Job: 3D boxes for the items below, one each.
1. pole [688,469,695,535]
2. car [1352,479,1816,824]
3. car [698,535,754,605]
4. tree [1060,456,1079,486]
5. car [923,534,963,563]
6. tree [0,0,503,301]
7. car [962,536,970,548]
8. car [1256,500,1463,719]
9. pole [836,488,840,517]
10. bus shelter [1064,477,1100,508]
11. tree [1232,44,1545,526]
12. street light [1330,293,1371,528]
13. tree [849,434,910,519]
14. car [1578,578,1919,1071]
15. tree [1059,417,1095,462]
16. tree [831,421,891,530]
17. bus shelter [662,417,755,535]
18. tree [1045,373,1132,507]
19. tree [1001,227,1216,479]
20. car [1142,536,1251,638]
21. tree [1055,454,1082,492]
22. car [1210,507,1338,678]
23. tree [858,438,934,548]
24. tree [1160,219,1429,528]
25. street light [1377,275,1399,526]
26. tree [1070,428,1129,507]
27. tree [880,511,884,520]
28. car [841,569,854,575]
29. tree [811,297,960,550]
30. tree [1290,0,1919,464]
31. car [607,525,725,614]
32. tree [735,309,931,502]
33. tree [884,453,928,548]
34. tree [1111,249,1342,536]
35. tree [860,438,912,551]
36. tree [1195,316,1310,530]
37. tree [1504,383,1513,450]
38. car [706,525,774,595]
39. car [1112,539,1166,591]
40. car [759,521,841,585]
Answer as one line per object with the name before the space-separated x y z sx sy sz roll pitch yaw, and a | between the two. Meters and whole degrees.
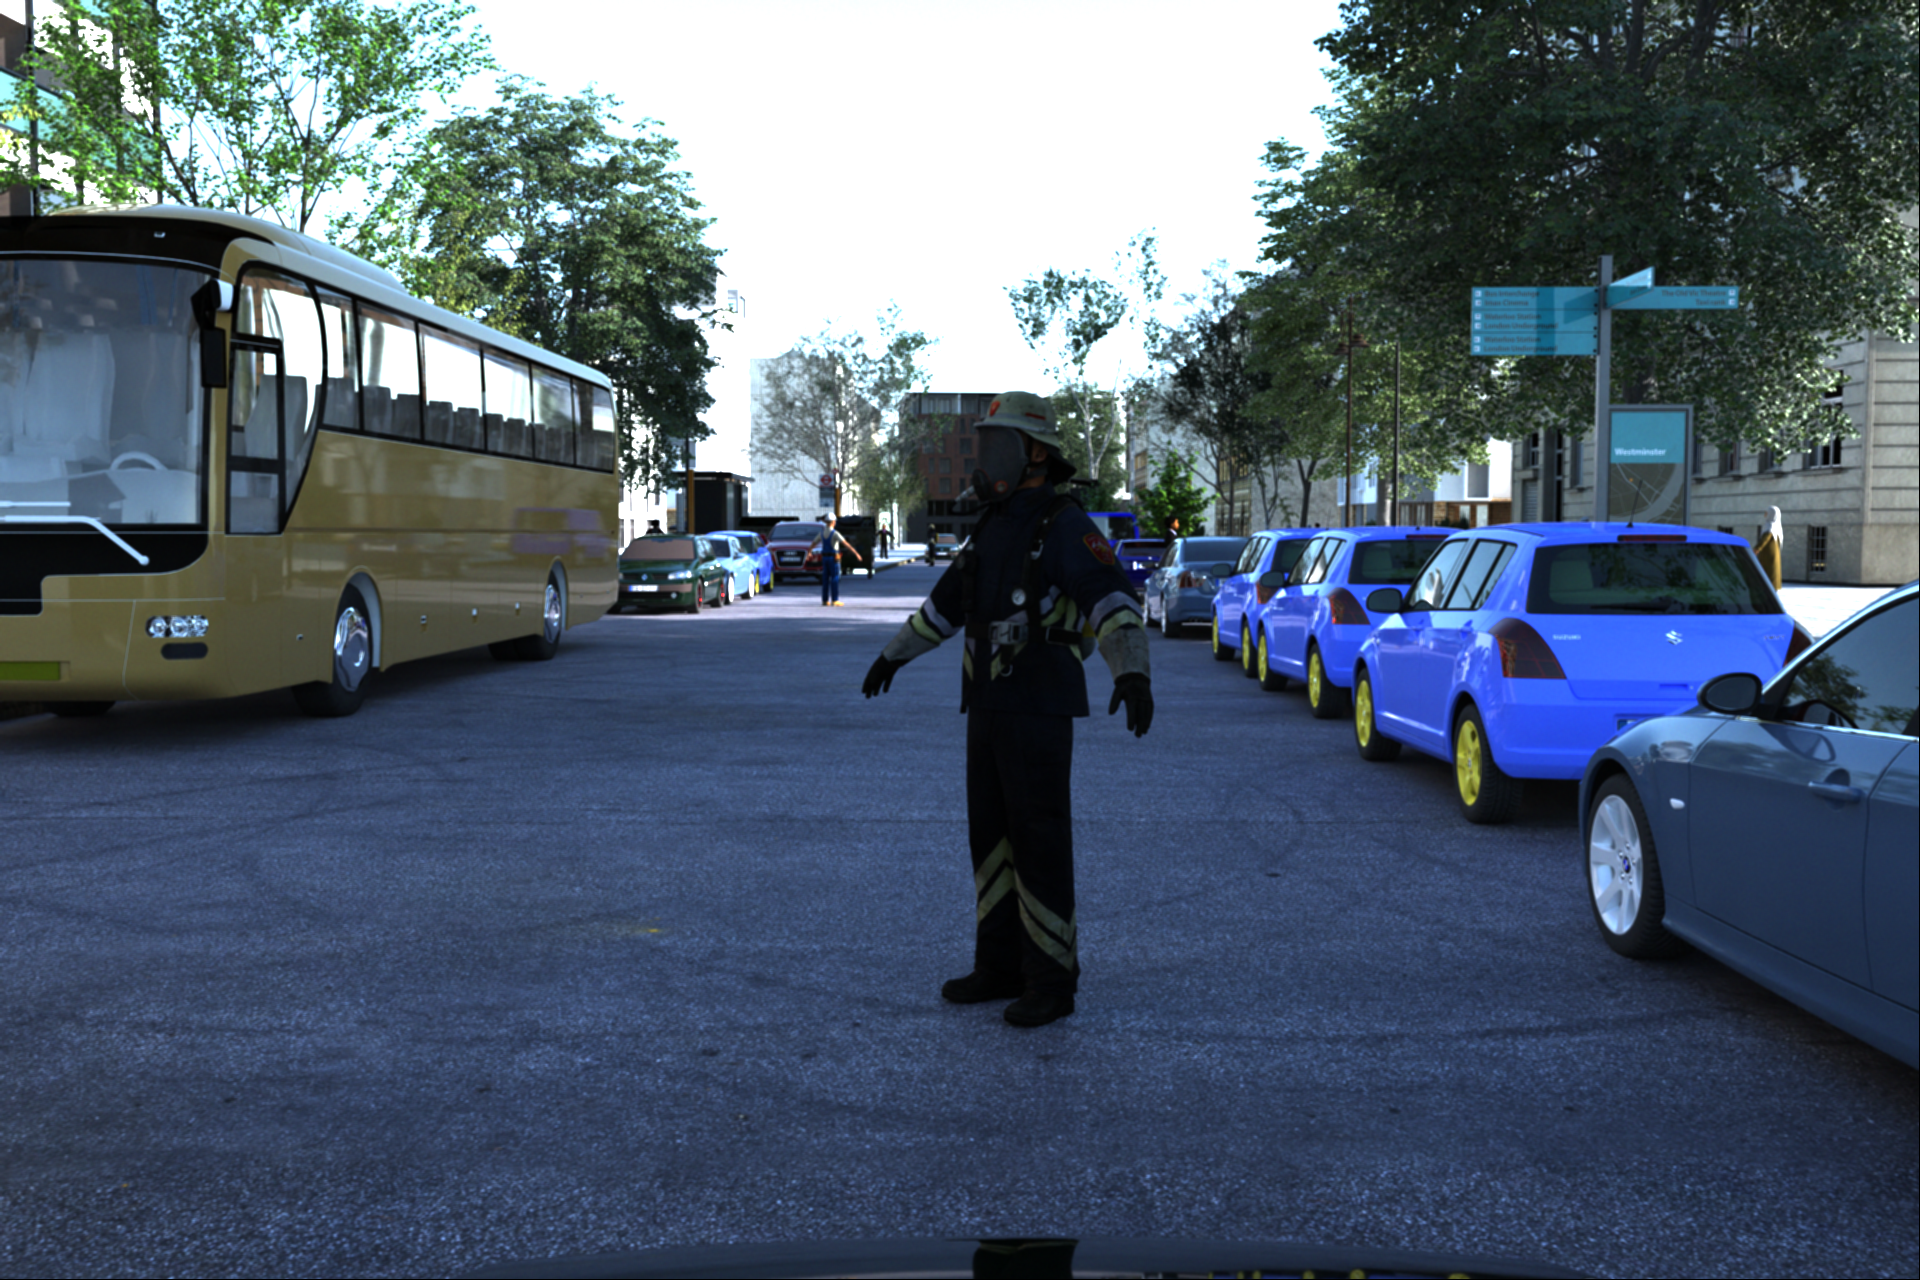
pole | -8.430 -3.702 54.375 0.158 3.312 0.155 0 3 0
car | 3.366 -0.016 9.858 1.945 1.707 3.694 0 4 1
car | -5.467 -1.516 36.781 2.014 1.417 4.499 0 4 2
tree | 10.116 -12.380 152.770 4.737 8.622 4.395 0 3 0
car | -0.836 -4.664 86.049 2.009 1.686 4.222 0 4 1
tree | -11.870 -6.307 28.873 9.928 11.665 9.643 0 3 0
car | 1.062 -4.988 93.911 2.083 1.381 4.827 0 4 1
car | 3.585 -0.315 14.739 1.945 1.707 3.694 0 3 0
pole | -5.423 -5.085 76.988 0.158 3.312 0.155 0 3 0
bus shelter | 4.973 -4.975 72.621 1.731 3.624 6.357 0 4 2
tree | 10.076 -7.492 40.625 7.486 12.596 7.792 0 3 0
street light | 7.494 -3.706 33.389 0.468 5.910 1.993 0 4 1
tree | -6.236 -10.374 119.984 4.360 8.622 3.978 0 3 0
car | 3.084 0.466 4.389 2.014 1.417 4.499 0 3 0
tree | 10.684 -15.312 168.474 7.486 12.596 7.792 0 3 0
tree | -6.374 -9.947 112.996 4.360 8.622 3.978 0 3 0
bus shelter | -8.656 -4.992 59.247 2.179 5.291 8.768 0 4 1
tree | 9.168 -14.104 137.262 9.857 13.997 8.962 0 3 0
tree | 9.272 -15.348 106.822 12.611 20.169 13.585 0 3 0
car | 3.696 -0.806 25.183 2.014 1.417 4.499 0 4 1
tree | 9.443 -12.031 147.066 4.360 8.622 3.978 0 3 0
car | 3.700 -0.547 18.536 1.945 1.707 3.694 0 4 1
tree | -6.060 -13.976 162.926 7.601 10.594 8.767 -1 4 -16
tree | 10.062 -7.118 50.798 8.767 10.594 7.601 0 4 7
street light | 8.202 -3.538 30.393 1.470 5.913 1.316 0 4 1
tree | 8.958 -10.220 117.467 4.360 8.622 3.978 0 3 0
tree | -14.458 -19.921 260.112 7.601 10.594 8.767 0 4 7
car | -4.748 -3.151 61.747 2.015 1.641 3.980 0 4 1
tree | -6.365 -17.468 141.485 12.611 20.169 13.585 0 3 0
tree | 9.062 -7.106 22.832 9.857 13.997 8.962 0 3 0
car | -5.502 -1.384 32.412 2.009 1.686 4.222 0 4 1
tree | -6.752 -11.258 94.434 12.009 13.543 11.850 0 3 0
tree | -5.550 -12.500 154.736 4.360 8.622 3.978 0 3 0
tree | 11.798 -10.111 75.677 12.009 13.543 11.850 0 3 0
tree | -5.893 -10.961 129.568 4.737 8.622 4.395 0 3 0
tree | 10.507 -6.585 58.033 4.360 8.622 3.978 0 3 0
tree | 29.343 -10.260 78.119 12.009 13.543 11.850 0 3 0
car | -5.515 -1.955 41.559 1.945 1.707 3.694 0 4 2
car | 4.005 -1.561 38.101 1.945 1.354 3.894 0 4 1
car | -4.617 -2.542 50.243 2.281 1.827 5.304 0 4 1
